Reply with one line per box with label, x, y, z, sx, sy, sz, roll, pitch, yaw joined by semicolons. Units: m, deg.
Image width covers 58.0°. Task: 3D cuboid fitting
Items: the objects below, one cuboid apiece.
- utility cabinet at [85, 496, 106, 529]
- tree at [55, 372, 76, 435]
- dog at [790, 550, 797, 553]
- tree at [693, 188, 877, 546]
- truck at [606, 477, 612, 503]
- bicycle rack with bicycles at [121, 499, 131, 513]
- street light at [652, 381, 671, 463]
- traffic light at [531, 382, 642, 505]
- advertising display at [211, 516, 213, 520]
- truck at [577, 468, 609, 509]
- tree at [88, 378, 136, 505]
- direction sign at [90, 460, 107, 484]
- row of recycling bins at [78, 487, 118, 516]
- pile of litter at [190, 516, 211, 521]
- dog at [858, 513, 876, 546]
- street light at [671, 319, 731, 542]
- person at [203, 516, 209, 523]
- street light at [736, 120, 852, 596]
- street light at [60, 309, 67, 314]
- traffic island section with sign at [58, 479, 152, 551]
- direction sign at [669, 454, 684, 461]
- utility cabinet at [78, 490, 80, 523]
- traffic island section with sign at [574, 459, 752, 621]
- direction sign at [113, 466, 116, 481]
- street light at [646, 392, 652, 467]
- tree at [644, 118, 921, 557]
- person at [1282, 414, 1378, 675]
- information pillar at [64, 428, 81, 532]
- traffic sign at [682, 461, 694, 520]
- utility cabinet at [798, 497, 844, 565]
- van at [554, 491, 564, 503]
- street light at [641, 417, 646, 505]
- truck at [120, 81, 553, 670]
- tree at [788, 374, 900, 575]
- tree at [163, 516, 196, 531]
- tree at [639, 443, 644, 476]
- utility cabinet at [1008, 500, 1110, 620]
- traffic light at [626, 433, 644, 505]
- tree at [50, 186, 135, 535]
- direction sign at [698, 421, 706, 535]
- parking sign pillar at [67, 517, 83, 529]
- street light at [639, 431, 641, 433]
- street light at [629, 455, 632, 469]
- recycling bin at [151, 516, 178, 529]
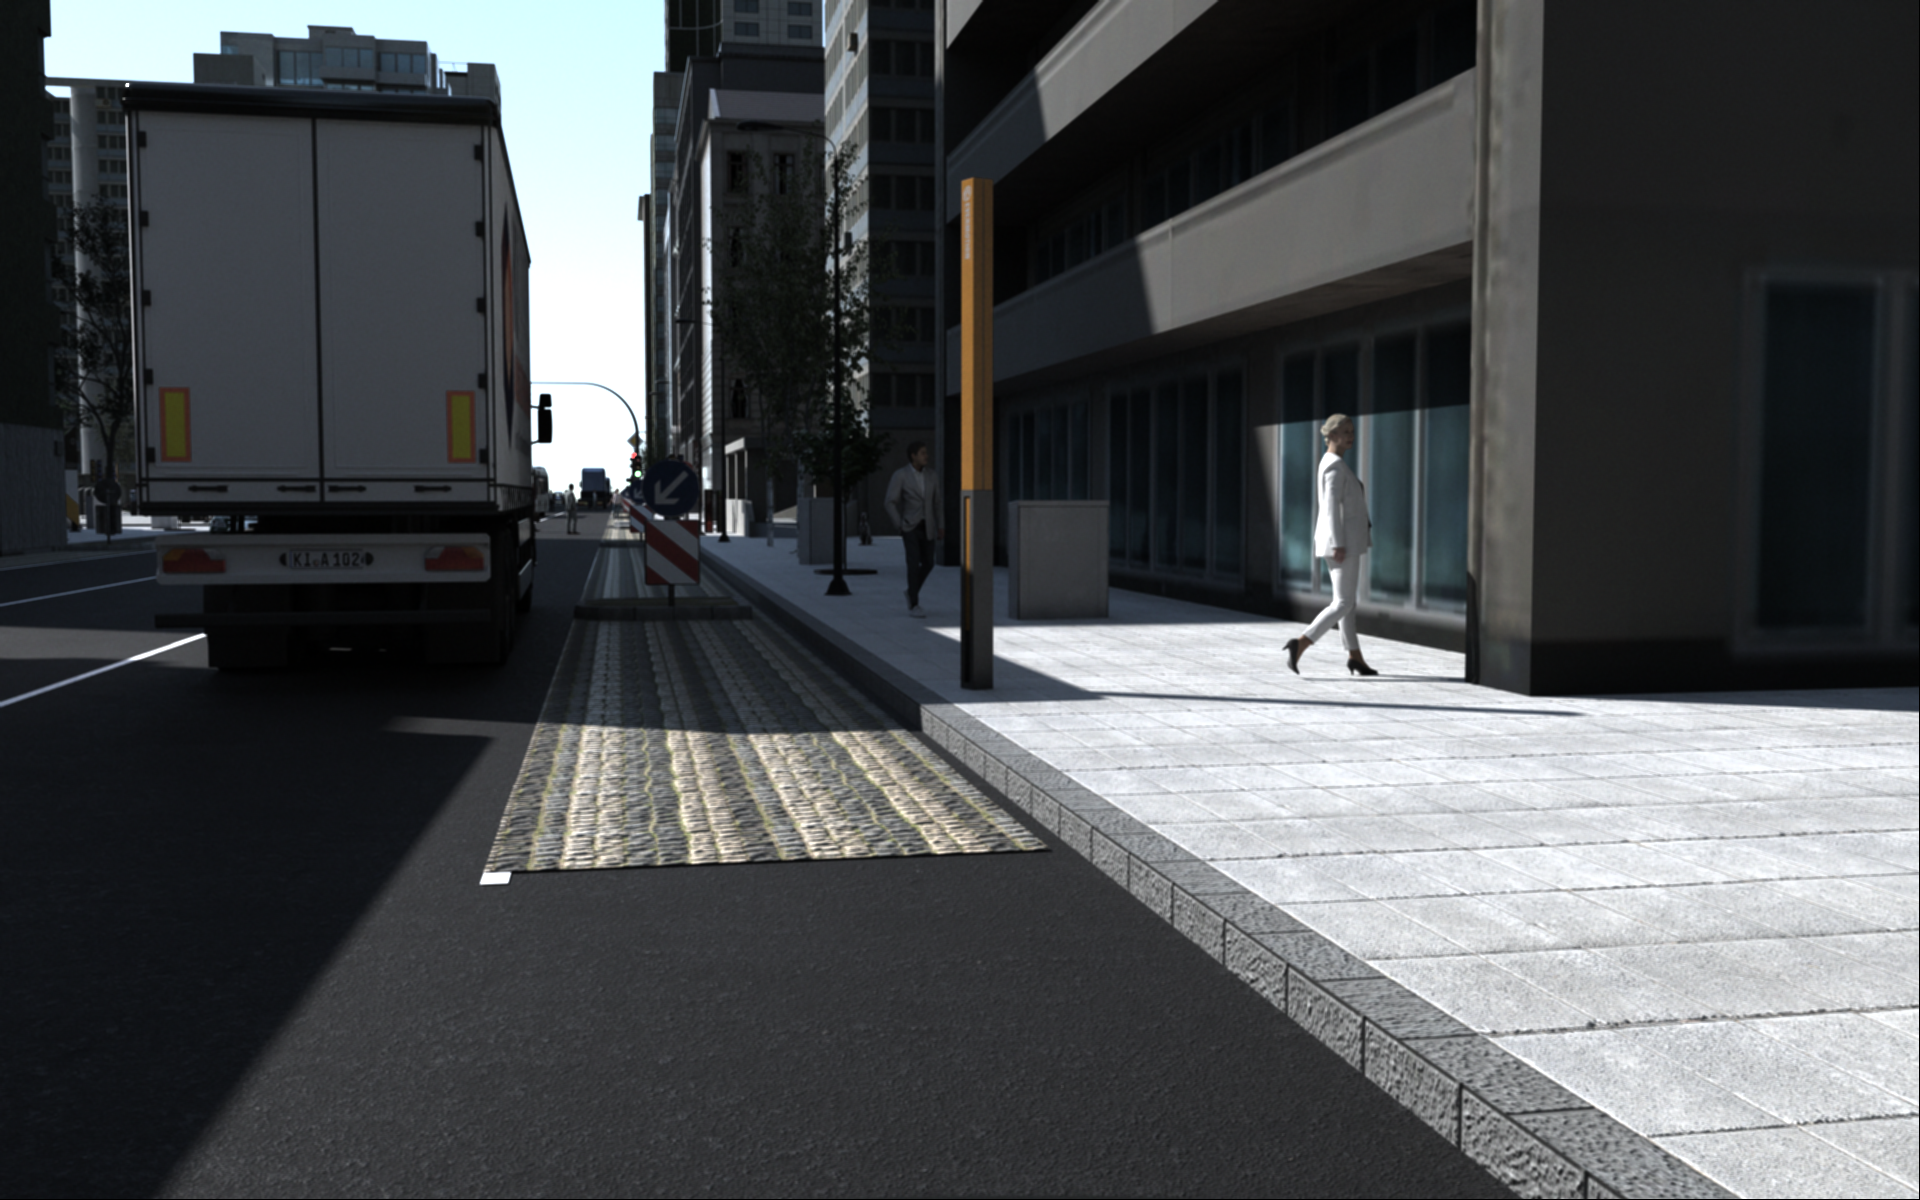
utility cabinet;-32.093;-3.255;64.387;0.306;1.237;1.020;0;4;3
tree;-61.731;-11.431;112.652;9.928;11.665;9.643;0;3;0
dog;-3.287;-1.211;37.537;0.748;0.427;0.550;2;4;25
tree;-4.455;-5.613;42.142;4.360;8.622;3.978;0;3;0
truck;-56.027;-17.177;270.606;2.967;4.110;18.799;-1;4;-10
bicycle rack with bicycles;-56.948;-6.385;117.780;2.925;0.926;2.852;-2;4;-27
street light;-11.786;-6.035;71.206;1.470;5.913;1.316;-1;4;-11
traffic light;-15.277;-5.861;70.488;4.771;5.953;1.251;-1;4;-11
advertising display;-27.462;-3.615;64.313;0.123;1.923;0.974;2;4;24
truck;-36.412;-11.119;171.559;2.967;4.110;18.799;-1;4;-11
tree;-53.443;-9.792;110.461;4.360;8.622;3.978;0;3;0
direction sign;-57.140;-7.500;114.618;0.379;3.537;0.876;1;4;22
row of recycling bins;-51.602;-5.896;103.516;3.534;1.692;1.069;2;4;34
pile of litter;-36.179;-4.174;82.212;1.176;0.858;1.719;-2;4;-33
dog;-2.267;-1.774;43.385;0.800;0.831;0.513;-3;5;-42
street light;-6.847;-4.499;46.108;1.470;5.913;1.316;-1;4;-11
person;-33.013;-4.307;76.324;0.748;1.841;0.638;0;4;-2
street light;-2.084;-3.012;21.784;1.470;5.913;1.316;-1;4;-11
street light;-23.147;-4.346;43.596;1.470;5.913;1.316;-1;4;-11
traffic island section with sign;-21.772;-2.167;44.066;1.989;1.847;2.006;-1;4;-11
direction sign;-16.191;-6.547;99.044;0.876;3.537;0.379;-2;4;-35
utility cabinet;-38.984;-4.077;75.341;0.318;1.500;1.173;3;5;42
traffic island section with sign;-3.530;-0.720;20.403;1.989;1.847;2.006;-1;4;-11
direction sign;-69.523;-9.169;141.913;0.876;3.537;0.379;0;4;-7
street light;-13.446;-6.521;79.152;1.470;5.913;1.316;-1;4;-11
tree;-3.107;-5.182;35.086;4.737;8.622;4.395;0;3;0
person;2.603;-0.381;12.155;0.818;1.842;0.514;-1;4;-16
information pillar;-30.145;-4.121;58.741;0.183;3.616;0.504;2;4;26
traffic sign;-10.633;-4.079;66.791;0.768;2.556;0.104;0;4;-4
utility cabinet;-2.536;-1.261;31.780;0.306;1.237;1.020;2;4;34
van;-61.521;-15.803;265.387;2.013;2.044;4.112;-1;4;-10
street light;-18.176;-8.020;103.670;1.470;5.913;1.316;-1;4;-11
truck;-5.650;-1.749;17.509;2.839;4.237;11.283;-1;4;-12
tree;-1.985;-2.036;27.891;1.663;3.219;1.824;0;3;0
tree;-27.389;-4.055;60.895;1.663;3.219;1.824;0;3;0
tree;-27.896;-12.896;161.208;4.737;8.622;4.395;0;3;0
utility cabinet;1.018;-0.412;17.904;1.020;1.237;0.306;-1;4;-20
traffic light;-14.788;-5.501;78.866;0.839;4.253;0.868;-1;4;-11
tree;-26.542;-7.281;53.465;8.767;10.594;7.601;0;4;-7
direction sign;-8.091;-3.781;53.819;0.379;3.537;0.876;-1;4;-10
parking sign pillar;-33.020;-4.589;63.497;1.447;3.967;1.447;-1;4;-12
street light;-22.997;-9.515;128.110;1.470;5.913;1.316;-1;4;-11
street light;-33.157;-12.637;179.159;1.470;5.913;1.316;-1;4;-11
recycling bin;-29.307;-3.134;63.797;0.722;1.027;0.722;0;4;-4
